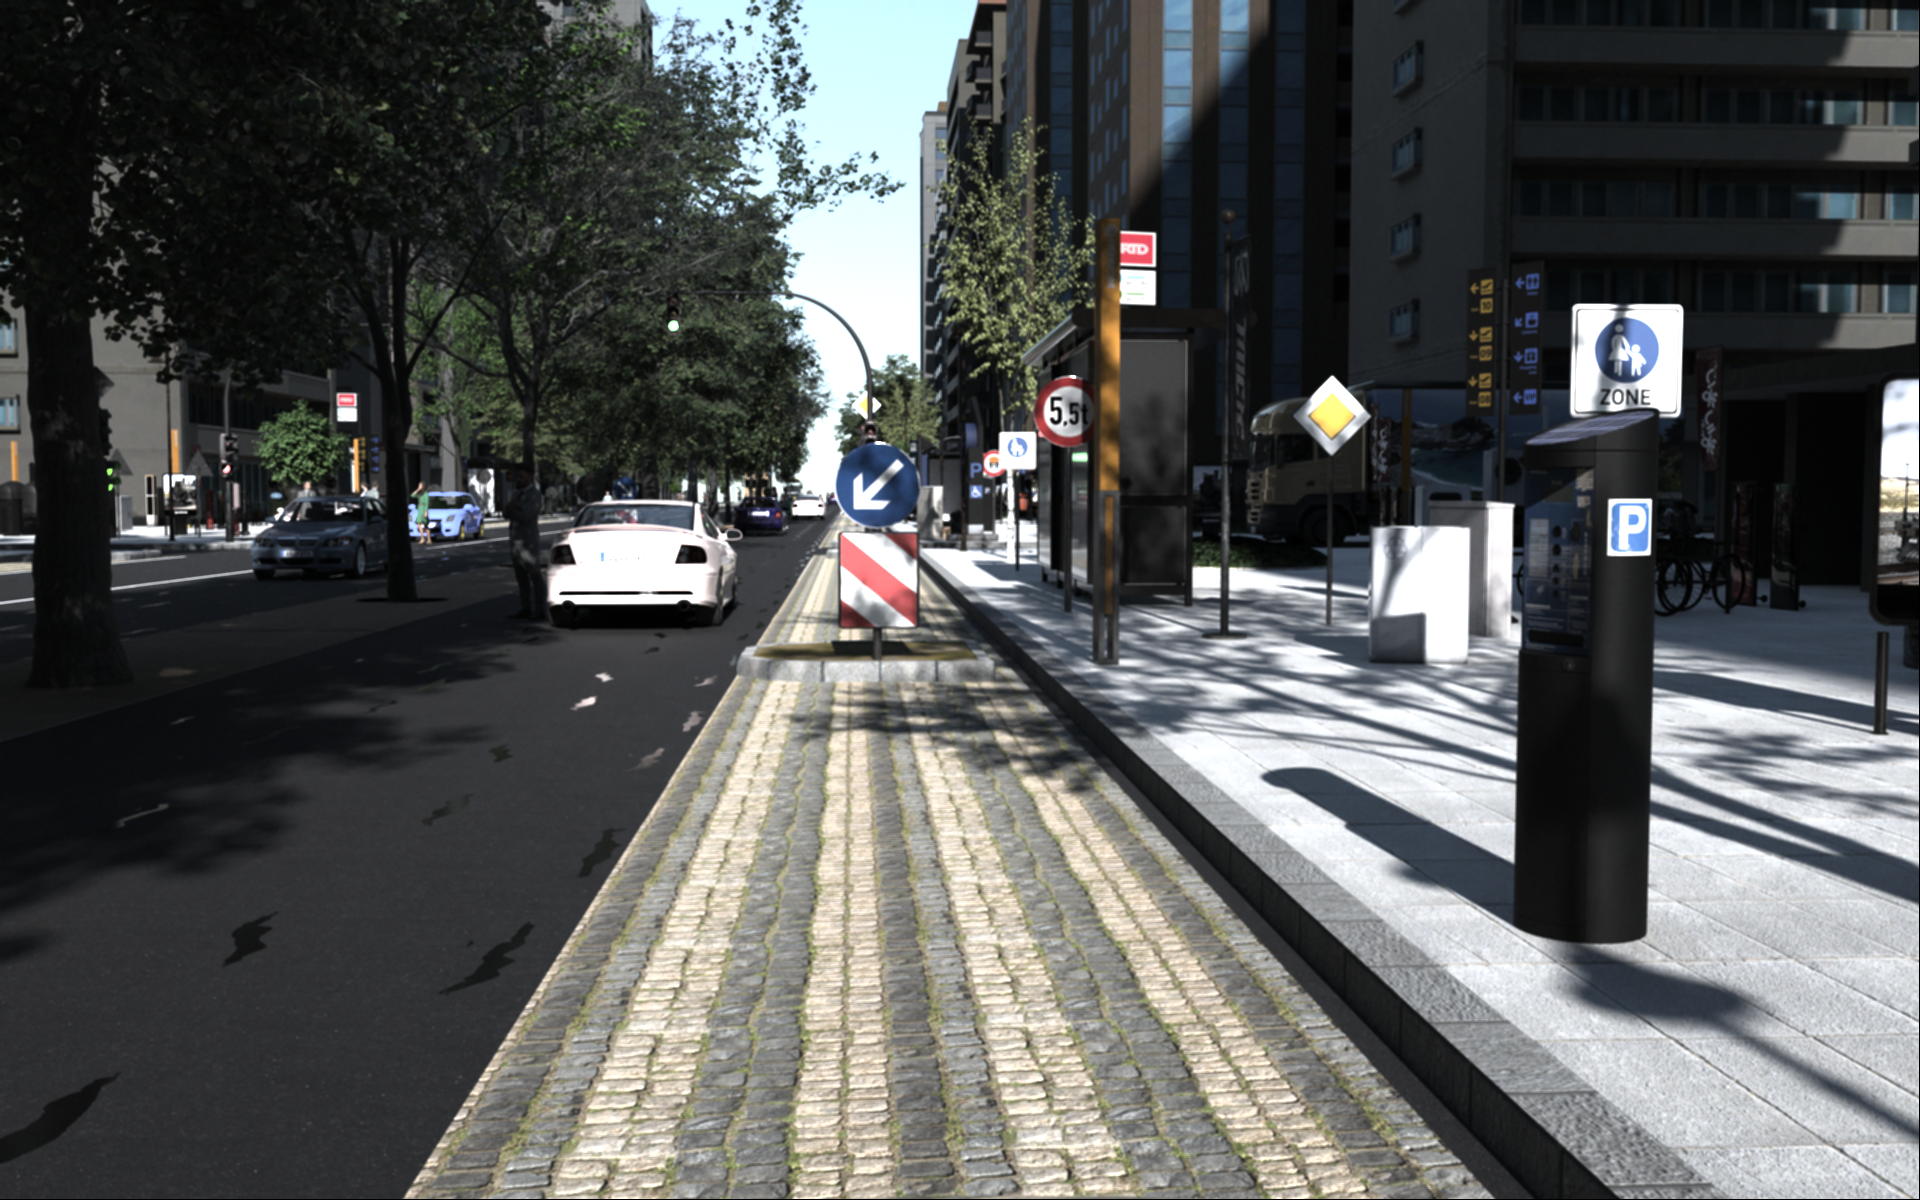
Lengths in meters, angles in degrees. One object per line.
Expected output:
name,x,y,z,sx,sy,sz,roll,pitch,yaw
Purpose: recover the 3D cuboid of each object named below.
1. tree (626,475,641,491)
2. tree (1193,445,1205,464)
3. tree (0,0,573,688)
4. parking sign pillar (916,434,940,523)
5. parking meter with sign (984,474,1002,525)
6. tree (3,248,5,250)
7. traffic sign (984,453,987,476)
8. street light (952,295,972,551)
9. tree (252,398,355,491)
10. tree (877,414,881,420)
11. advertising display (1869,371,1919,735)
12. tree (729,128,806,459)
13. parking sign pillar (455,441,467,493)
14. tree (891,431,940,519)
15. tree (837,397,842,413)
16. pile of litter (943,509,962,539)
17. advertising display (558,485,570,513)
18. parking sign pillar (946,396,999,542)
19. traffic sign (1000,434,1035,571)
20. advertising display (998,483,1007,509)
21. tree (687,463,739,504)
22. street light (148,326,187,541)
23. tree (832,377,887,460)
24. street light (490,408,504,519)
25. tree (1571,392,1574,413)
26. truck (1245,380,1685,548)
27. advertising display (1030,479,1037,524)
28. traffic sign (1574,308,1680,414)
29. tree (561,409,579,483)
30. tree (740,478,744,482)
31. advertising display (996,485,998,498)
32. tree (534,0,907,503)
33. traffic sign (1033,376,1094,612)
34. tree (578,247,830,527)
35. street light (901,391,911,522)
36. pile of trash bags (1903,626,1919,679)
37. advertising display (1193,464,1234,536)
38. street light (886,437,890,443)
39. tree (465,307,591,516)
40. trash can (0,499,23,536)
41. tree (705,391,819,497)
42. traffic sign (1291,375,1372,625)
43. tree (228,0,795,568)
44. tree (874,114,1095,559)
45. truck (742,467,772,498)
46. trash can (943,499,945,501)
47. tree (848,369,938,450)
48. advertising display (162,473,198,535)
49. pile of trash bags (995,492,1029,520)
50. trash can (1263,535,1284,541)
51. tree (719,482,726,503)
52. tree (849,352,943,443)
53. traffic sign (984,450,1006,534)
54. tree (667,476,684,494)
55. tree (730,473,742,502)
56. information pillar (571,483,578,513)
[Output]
tree,-28.909,-9.704,153.257,1.663,3.219,1.824,0,3,0
tree,9.162,-4.500,68.183,1.663,3.219,1.824,0,3,0
tree,-6.586,-6.323,12.497,9.857,13.997,8.962,0,3,0
parking sign pillar,-1.239,-5.433,77.304,1.447,3.967,1.447,-1,4,-17
parking meter with sign,1.020,-4.655,72.371,1.738,3.016,0.543,-2,4,-29
tree,-20.171,-6.763,28.710,7.486,12.596,7.792,0,3,0
traffic sign,0.574,-3.204,52.484,0.768,2.556,0.104,0,4,4
street light,0.084,-4.041,38.859,0.468,5.910,1.993,0,4,-4
tree,-22.412,-4.597,58.871,4.285,4.588,4.351,0,3,0
tree,-6.032,-12.273,151.027,4.360,8.622,3.978,0,3,0
advertising display,5.267,-0.230,8.969,0.974,1.923,0.123,2,4,34
tree,-9.031,-8.644,50.441,9.857,13.997,8.962,0,3,0
parking sign pillar,-25.629,-6.145,88.936,1.447,3.967,1.447,-1,4,-22
tree,-2.320,-6.504,90.052,4.285,4.588,4.351,0,3,0
tree,-11.532,-10.567,85.593,12.009,13.543,11.850,0,3,0
pile of litter,-0.346,-2.221,50.279,1.176,0.858,1.719,1,4,21
advertising display,-27.338,-6.988,119.459,0.123,1.923,0.974,2,4,35
parking sign pillar,0.337,-3.594,47.239,1.447,3.967,1.447,-1,4,-9
traffic sign,0.959,-1.636,28.876,0.606,2.300,0.079,0,4,6
advertising display,2.663,-5.797,99.991,0.123,1.923,0.974,3,4,38
tree,-34.449,-19.365,234.750,7.486,12.596,7.792,0,3,0
street light,-21.577,-4.555,47.255,0.468,5.910,1.993,0,4,-4
tree,-8.935,-16.993,184.484,9.857,13.997,8.962,0,3,0
street light,-24.183,-7.208,90.638,0.468,5.910,1.993,0,4,-4
tree,3.596,-4.623,1.340,9.928,11.665,9.643,0,3,0
truck,12.361,-3.368,43.973,11.283,4.237,2.839,0,4,-3
advertising display,3.410,-4.165,73.313,0.974,1.923,0.123,-2,4,-28
traffic sign,3.601,-0.448,9.448,0.606,2.300,0.079,0,4,-3
tree,-27.110,-13.413,136.308,9.611,12.733,9.660,0,3,0
tree,-35.566,-21.236,265.341,7.486,12.596,7.792,0,3,0
advertising display,2.746,-7.019,119.970,0.123,1.923,0.974,-2,4,-25
tree,-8.666,-12.522,63.085,12.611,20.169,13.585,0,3,0
traffic sign,1.177,-1.143,18.797,0.768,2.556,0.104,0,4,1
tree,-10.645,-9.476,74.403,9.611,12.733,9.660,0,3,0
street light,-2.441,-6.442,78.115,0.468,5.910,1.993,0,4,-4
pile of trash bags,7.903,-0.172,12.559,1.912,1.369,3.447,2,4,27
advertising display,5.377,-1.958,37.224,0.974,1.923,0.123,0,4,-2
street light,-5.067,-9.117,121.844,0.468,5.910,1.993,0,4,-4
tree,-25.453,-11.260,102.235,7.486,12.596,7.792,0,3,0
trash can,-29.128,-2.538,53.156,0.748,1.137,0.748,0,3,0
tree,-12.884,-10.508,108.670,8.767,10.594,7.601,0,4,-4
traffic sign,3.609,-0.961,16.892,0.795,2.450,0.064,0,4,-3
tree,-8.468,-7.393,33.699,12.009,13.543,11.850,0,3,0
tree,1.162,-5.110,33.916,4.737,8.622,4.395,0,3,0
truck,-20.026,-11.199,172.014,2.839,4.237,11.283,0,4,-5
trash can,-0.827,-2.612,54.366,0.748,1.137,0.748,0,3,0
tree,-5.000,-11.892,128.850,7.601,10.594,8.767,0,4,8
advertising display,-24.236,-2.973,53.830,0.974,1.923,0.123,-2,4,-24
pile of trash bags,1.832,-4.639,85.595,3.447,1.369,1.912,1,4,17
trash can,8.639,-2.201,47.639,0.748,1.137,0.748,0,3,0
tree,-34.788,-15.863,253.955,1.663,3.219,1.824,0,3,0
tree,-4.797,-13.505,138.927,7.486,12.596,7.792,0,3,0
traffic sign,0.985,-3.066,50.238,0.768,2.556,0.104,0,4,1
tree,-30.314,-11.559,183.598,1.663,3.219,1.824,0,3,0
tree,-35.919,-19.820,274.426,4.737,8.622,4.395,0,3,0
information pillar,-26.441,-6.994,118.848,0.304,2.012,0.304,1,4,17
